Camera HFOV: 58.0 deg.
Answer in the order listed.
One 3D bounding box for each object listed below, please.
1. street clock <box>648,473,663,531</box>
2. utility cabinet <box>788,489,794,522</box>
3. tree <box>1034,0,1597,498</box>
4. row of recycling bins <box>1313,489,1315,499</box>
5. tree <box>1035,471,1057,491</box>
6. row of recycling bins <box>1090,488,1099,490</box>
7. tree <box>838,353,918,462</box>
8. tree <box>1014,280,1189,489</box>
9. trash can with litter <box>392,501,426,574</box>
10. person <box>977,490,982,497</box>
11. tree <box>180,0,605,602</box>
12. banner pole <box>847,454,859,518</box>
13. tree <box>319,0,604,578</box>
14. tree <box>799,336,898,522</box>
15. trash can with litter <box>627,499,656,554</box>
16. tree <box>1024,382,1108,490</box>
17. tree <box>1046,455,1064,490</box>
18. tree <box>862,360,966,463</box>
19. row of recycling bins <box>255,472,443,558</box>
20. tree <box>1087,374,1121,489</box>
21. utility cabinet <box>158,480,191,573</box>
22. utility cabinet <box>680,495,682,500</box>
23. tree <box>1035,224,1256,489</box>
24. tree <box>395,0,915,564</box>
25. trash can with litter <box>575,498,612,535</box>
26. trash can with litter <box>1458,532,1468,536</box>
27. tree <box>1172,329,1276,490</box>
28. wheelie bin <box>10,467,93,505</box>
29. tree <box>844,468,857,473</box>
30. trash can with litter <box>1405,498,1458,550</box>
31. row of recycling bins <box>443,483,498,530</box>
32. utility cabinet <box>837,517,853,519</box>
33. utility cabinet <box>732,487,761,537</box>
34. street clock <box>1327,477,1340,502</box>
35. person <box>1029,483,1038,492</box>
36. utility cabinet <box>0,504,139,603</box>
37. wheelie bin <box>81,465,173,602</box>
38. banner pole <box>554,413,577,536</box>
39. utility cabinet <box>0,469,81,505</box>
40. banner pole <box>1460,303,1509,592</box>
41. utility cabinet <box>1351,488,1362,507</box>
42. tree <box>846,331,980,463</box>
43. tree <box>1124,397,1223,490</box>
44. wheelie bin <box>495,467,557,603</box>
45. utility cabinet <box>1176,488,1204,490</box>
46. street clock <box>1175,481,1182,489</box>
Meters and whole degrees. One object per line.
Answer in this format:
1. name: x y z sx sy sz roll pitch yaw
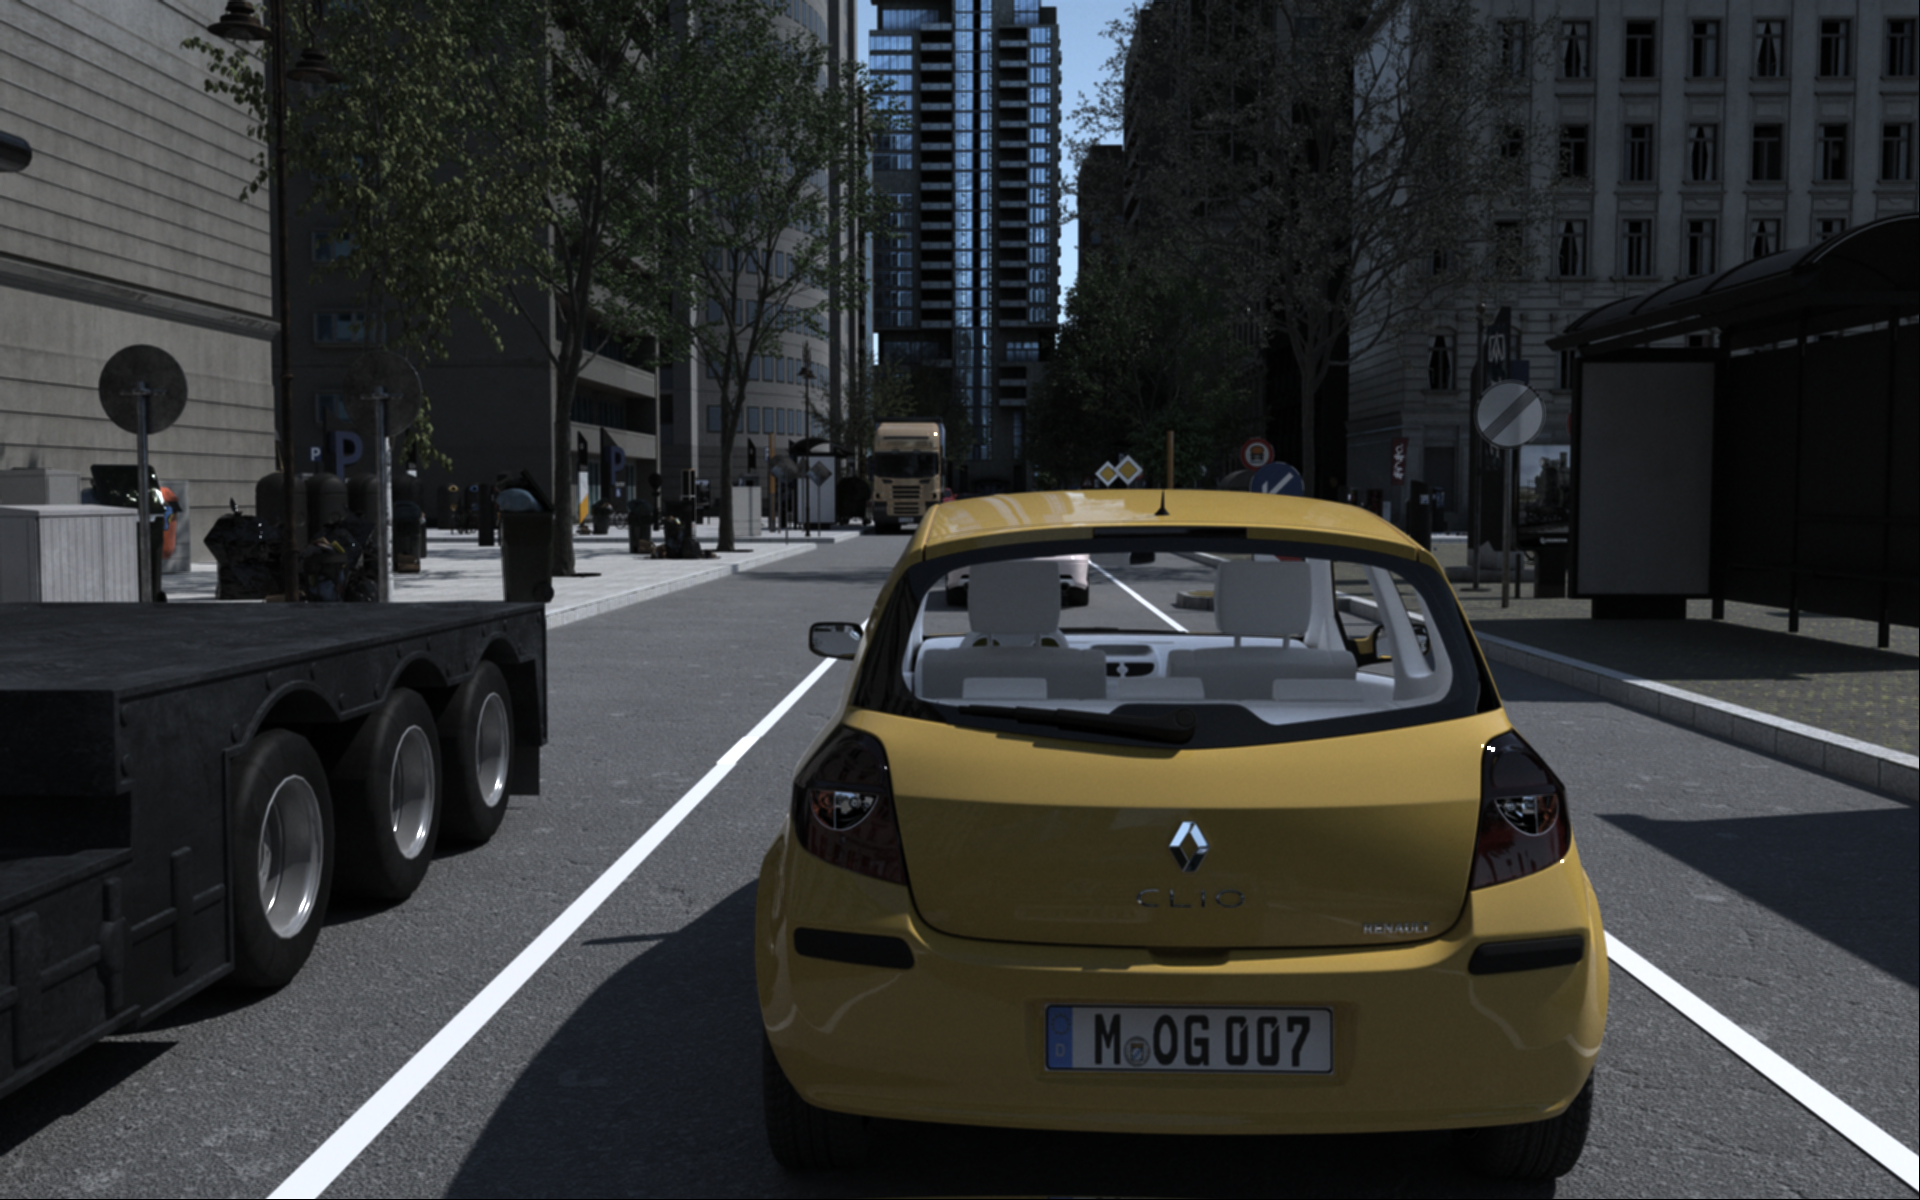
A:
1. street clock: -10.623 -3.420 60.490 0.471 2.002 0.358 0 4 -1
2. utility cabinet: -7.632 -4.304 79.048 1.173 1.500 0.318 3 5 41
3. tree: 6.595 -7.459 32.332 12.009 13.543 11.850 0 3 0
4. row of recycling bins: 11.448 -3.440 63.362 3.534 1.692 1.069 -2 4 -23
5. tree: 10.255 -13.348 201.951 4.285 4.588 4.351 0 3 0
6. row of recycling bins: 9.470 -6.605 115.100 1.069 1.692 3.534 2 4 27
7. tree: -4.117 -8.522 89.698 4.737 8.622 4.395 0 3 0
8. tree: 7.559 -10.590 90.149 9.611 12.733 9.660 0 3 0
9. trash can with litter: -9.020 -1.040 28.396 0.624 1.170 1.055 -2 4 -24
10. person: 1.799 -8.969 155.231 0.705 1.814 1.350 2 4 24
11. tree: -6.194 -4.212 19.230 4.737 8.622 4.395 0 3 0
12. banner pole: -5.792 -6.391 94.516 0.863 3.779 0.401 -1 4 -12
13. tree: -6.034 -6.172 26.666 9.928 11.665 9.643 0 3 0
14. tree: -5.054 -7.952 80.375 4.360 8.622 3.978 0 3 0
15. trash can with litter: -6.772 -1.582 37.258 0.624 1.170 1.055 -2 4 -27
16. tree: 8.969 -13.843 144.462 7.486 12.596 7.792 0 3 0
17. tree: 10.650 -15.043 196.316 4.360 8.622 3.978 0 3 0
18. tree: -3.125 -11.325 119.583 7.601 10.594 8.767 -1 4 -18
19. row of recycling bins: -11.859 -1.612 33.472 1.069 1.692 3.534 2 4 35
20. tree: 8.521 -9.102 99.177 4.737 8.622 4.395 0 3 0
21. utility cabinet: -12.872 -1.158 27.619 0.318 1.500 1.173 2 4 23
22. utility cabinet: -12.381 -4.198 79.803 1.020 1.237 0.306 1 4 19
23. tree: 7.538 -8.639 67.010 9.928 11.665 9.643 0 3 0
24. tree: -5.022 -6.874 38.145 9.928 11.665 9.643 0 3 0
25. trash can with litter: -11.536 -2.641 54.562 1.055 1.170 0.624 -2 4 -32
26. trash can with litter: 15.860 -2.617 53.843 2.233 1.210 1.678 1 4 14
27. tree: 11.816 -7.799 77.882 4.737 8.622 4.395 0 3 0
28. wheelie bin: -11.179 -0.797 20.945 0.693 1.594 0.980 1 4 15
29. tree: -6.877 -7.207 112.433 1.663 3.219 1.824 0 3 0
30. trash can with litter: 10.189 -1.772 40.022 1.678 1.210 2.233 3 4 39
31. row of recycling bins: -17.203 -3.420 63.032 3.534 1.692 1.069 -1 4 -11
32. utility cabinet: -6.043 -4.865 90.698 1.020 1.237 0.306 3 5 43
33. utility cabinet: -6.489 -2.638 51.803 0.318 1.500 1.173 3 5 41
34. street clock: 15.688 -4.176 72.840 0.471 2.002 0.358 2 4 33
35. person: 2.779 -3.469 65.316 0.850 1.850 0.679 -1 4 -19
36. utility cabinet: -5.133 0.071 10.002 0.306 1.237 1.020 0 4 3
37. wheelie bin: -9.038 -0.658 18.671 0.693 1.594 0.980 3 5 44
38. banner pole: -12.146 -3.864 53.195 0.401 3.779 0.863 2 4 33
39. utility cabinet: -8.236 -0.421 15.559 1.173 1.500 0.318 3 5 44
40. banner pole: 6.901 -1.995 22.632 0.401 3.779 0.863 -1 4 -15
41. utility cabinet: 13.895 -3.210 61.161 0.318 1.500 1.173 2 4 28
42. tree: -3.576 -13.486 130.862 12.009 13.543 11.850 0 3 0
43. tree: 7.307 -4.571 58.448 4.285 4.588 4.351 0 3 0
44. wheelie bin: -5.155 -0.773 20.539 0.693 1.594 0.980 -1 4 -18
45. utility cabinet: 8.674 -3.495 65.816 1.173 1.500 0.318 -2 4 -26
46. street clock: 9.485 -4.321 75.211 0.471 2.002 0.358 -1 4 -20
